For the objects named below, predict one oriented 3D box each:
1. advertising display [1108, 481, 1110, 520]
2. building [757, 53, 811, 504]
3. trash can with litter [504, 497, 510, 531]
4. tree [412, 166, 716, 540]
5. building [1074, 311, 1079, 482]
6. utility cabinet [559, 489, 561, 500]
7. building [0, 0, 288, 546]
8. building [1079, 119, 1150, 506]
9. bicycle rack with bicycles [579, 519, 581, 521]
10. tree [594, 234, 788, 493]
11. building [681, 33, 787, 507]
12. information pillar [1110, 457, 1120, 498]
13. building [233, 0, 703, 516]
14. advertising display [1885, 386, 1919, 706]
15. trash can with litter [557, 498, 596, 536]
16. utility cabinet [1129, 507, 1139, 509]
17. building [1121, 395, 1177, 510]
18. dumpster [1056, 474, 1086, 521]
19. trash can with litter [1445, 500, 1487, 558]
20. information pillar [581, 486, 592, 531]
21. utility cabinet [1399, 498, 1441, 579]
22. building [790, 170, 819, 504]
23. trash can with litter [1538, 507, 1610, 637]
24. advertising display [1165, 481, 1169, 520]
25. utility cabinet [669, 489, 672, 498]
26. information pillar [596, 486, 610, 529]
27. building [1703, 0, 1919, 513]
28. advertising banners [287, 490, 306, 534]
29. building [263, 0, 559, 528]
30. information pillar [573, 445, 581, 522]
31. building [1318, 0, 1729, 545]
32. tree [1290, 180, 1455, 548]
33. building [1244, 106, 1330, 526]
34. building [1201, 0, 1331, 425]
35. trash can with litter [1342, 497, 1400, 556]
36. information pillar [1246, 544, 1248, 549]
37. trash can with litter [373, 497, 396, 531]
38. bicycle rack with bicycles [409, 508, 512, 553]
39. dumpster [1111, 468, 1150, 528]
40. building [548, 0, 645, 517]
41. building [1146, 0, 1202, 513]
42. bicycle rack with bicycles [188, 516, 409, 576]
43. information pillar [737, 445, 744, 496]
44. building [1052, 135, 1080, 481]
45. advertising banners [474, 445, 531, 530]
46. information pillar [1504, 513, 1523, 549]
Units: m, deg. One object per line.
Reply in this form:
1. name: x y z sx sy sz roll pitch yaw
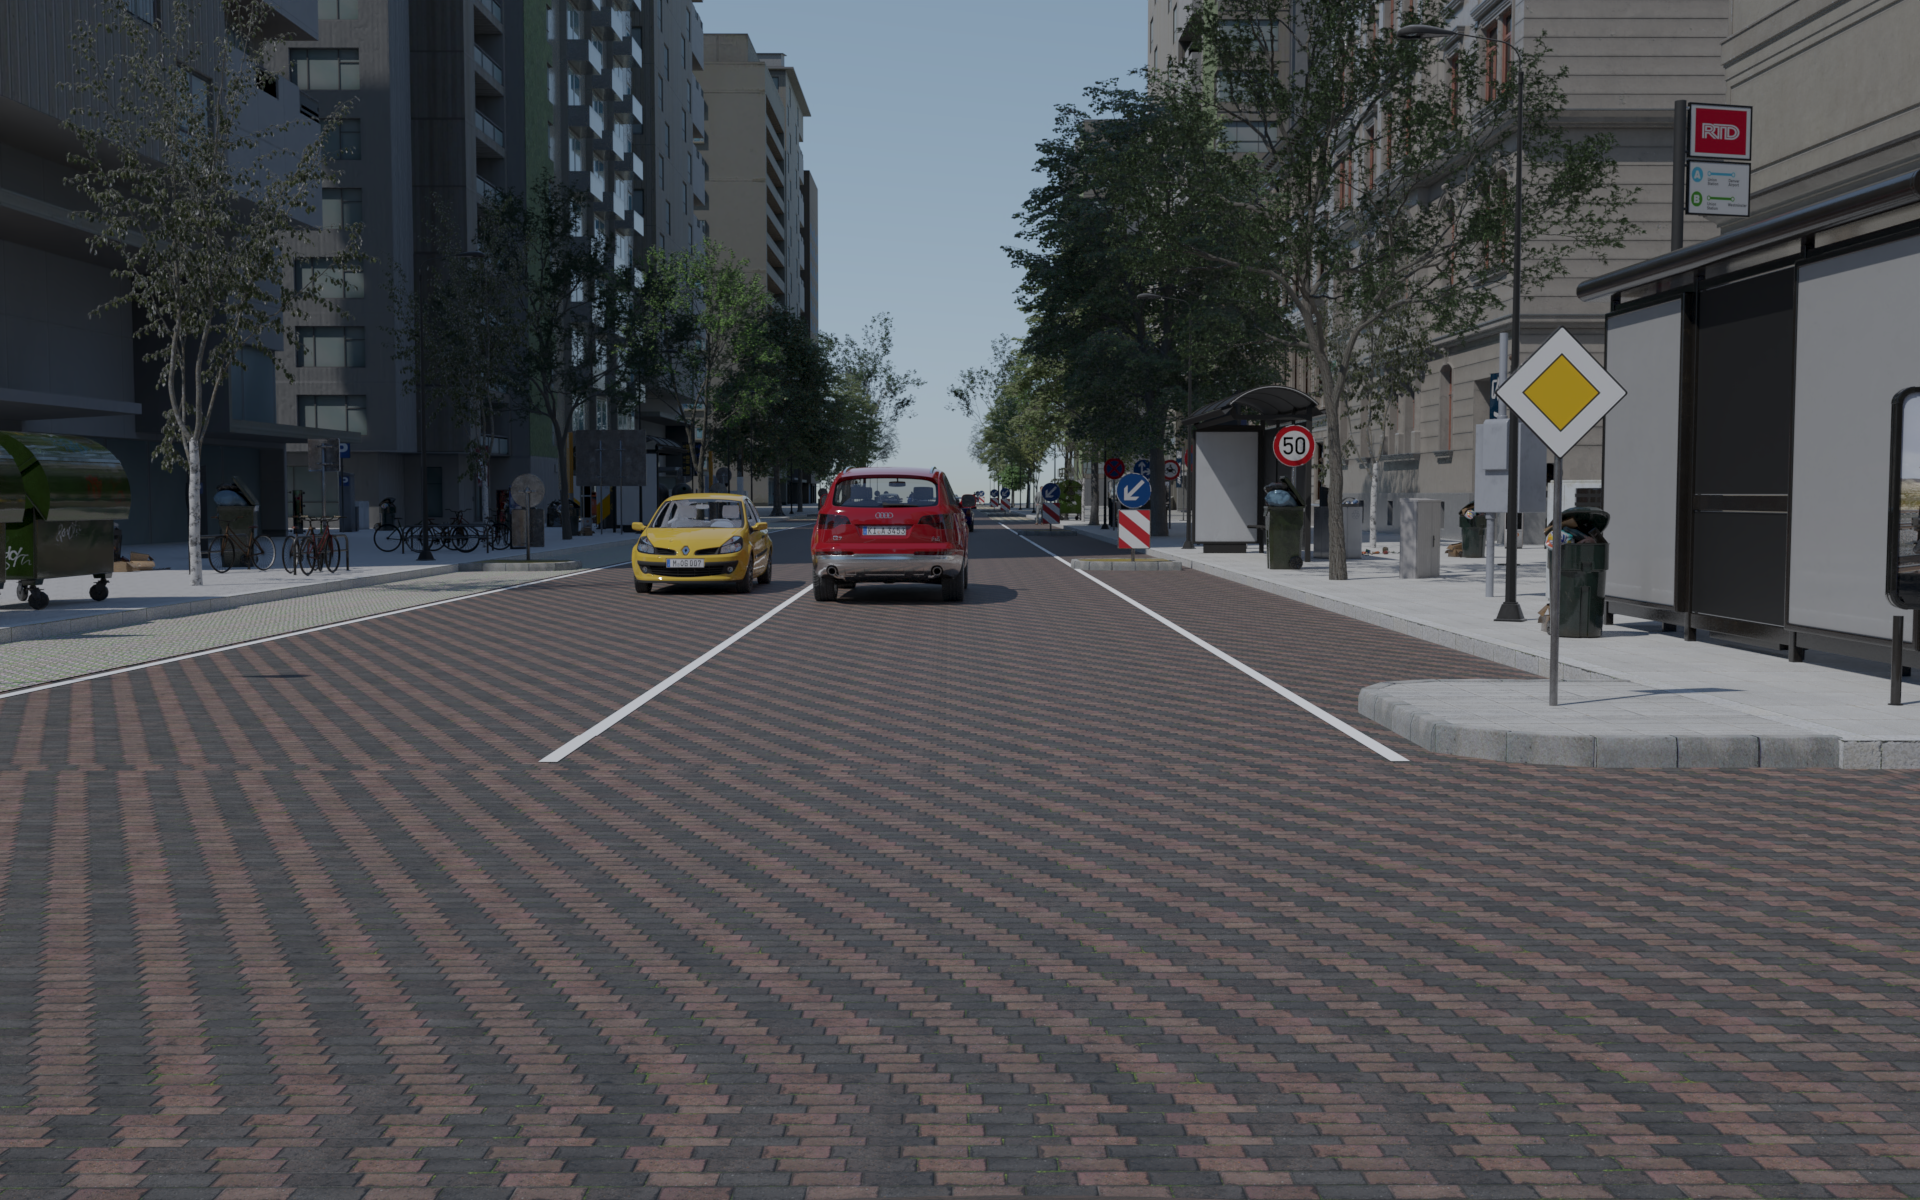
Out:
1. advertising display: 7.720 -4.864 84.743 0.974 1.923 0.123 0 4 1
2. building: -33.389 -38.105 212.250 28.713 52.752 27.495 0 4 0
3. trash can with litter: -15.404 -3.011 60.616 1.055 1.170 0.624 -1 4 -18
4. tree: -11.123 -6.997 48.807 8.767 10.594 7.601 -1 4 -14
5. building: 20.619 -26.645 207.347 14.160 30.474 14.107 0 4 0
6. utility cabinet: -19.292 -4.559 83.215 1.173 1.500 0.318 0 4 3
7. building: -31.173 -27.363 36.625 28.713 52.752 27.495 0 4 0
8. building: 20.125 -31.104 192.152 14.154 41.232 14.086 0 4 0
9. bicycle rack with bicycles: -18.902 -4.079 80.073 2.925 0.926 2.852 0 4 -5
10. tree: -10.770 -8.869 70.771 9.928 11.665 9.643 0 3 0
11. building: -30.473 -34.458 187.091 21.300 48.544 21.600 0 4 0
12. information pillar: 6.797 -5.179 76.037 0.504 3.616 0.183 1 4 11
13. building: -34.066 -33.066 129.860 28.713 52.752 27.495 0 4 0
14. advertising display: 6.096 -0.315 10.368 0.974 1.923 0.123 1 4 14
15. trash can with litter: -11.756 -2.550 53.075 0.624 1.170 1.055 3 5 42
16. utility cabinet: 6.152 -2.862 57.962 1.020 1.237 0.306 -2 4 -28
17. building: 29.538 -27.499 141.483 32.217 40.220 23.993 0 4 0
18. dumpster: 5.291 -4.979 83.900 1.502 2.255 1.985 0 4 0
19. trash can with litter: 10.201 -1.446 35.022 0.624 1.170 1.055 -1 4 -21
20. information pillar: -13.011 -3.413 60.290 0.304 2.012 0.304 -2 4 -28
21. utility cabinet: 7.081 -0.945 26.616 0.306 1.237 1.020 2 4 35
22. building: -26.487 -35.671 233.324 14.600 45.320 14.200 0 4 0
23. trash can with litter: 5.510 -0.270 15.796 0.624 1.170 1.055 0 4 3
24. advertising display: 10.035 -4.869 84.827 0.123 1.923 0.974 3 4 37
25. utility cabinet: -12.875 -4.356 79.898 1.173 1.500 0.318 2 4 30
26. information pillar: -12.991 -4.379 62.952 0.504 3.616 0.183 -2 4 -26
27. building: 28.741 -11.754 25.469 30.059 22.955 16.112 0 4 0
28. advertising banners: -21.440 -3.585 54.806 0.090 3.025 2.074 1 4 17
29. building: -25.034 -23.624 69.853 14.154 41.232 14.086 0 4 0
30. information pillar: -17.424 -5.319 78.317 0.504 3.616 0.183 -1 4 -13
31. building: 20.067 -16.307 54.012 14.401 28.519 23.554 0 4 0
32. tree: 9.876 -5.563 41.316 4.360 8.622 3.978 0 3 0
33. building: 18.803 -12.908 75.673 10.561 19.102 19.286 0 4 0
34. building: 19.974 -25.129 94.447 14.154 41.232 14.086 0 4 0
35. trash can with litter: 8.672 -1.585 36.973 2.233 1.210 1.678 -2 4 -32
36. information pillar: 6.563 -2.203 40.519 0.304 2.012 0.304 1 4 20
37. trash can with litter: -20.155 -3.003 60.491 1.055 1.170 0.624 3 5 40
38. bicycle rack with bicycles: -11.458 -1.524 38.303 2.925 0.926 2.852 -1 4 -10
39. dumpster: 6.501 -3.816 64.884 1.502 2.255 1.985 0 4 0
40. building: -30.996 -29.414 100.521 23.786 49.044 30.456 0 4 0
41. building: 27.255 -32.150 114.886 28.713 52.752 27.495 0 4 0
42. bicycle rack with bicycles: -11.125 -0.923 28.470 2.852 0.926 2.925 1 4 8
43. information pillar: -10.552 -5.618 83.217 0.183 3.616 0.504 -3 4 -37
44. building: 24.510 -37.302 229.491 23.786 49.044 30.456 0 4 0
45. advertising banners: -16.377 -4.036 62.176 2.074 3.025 0.090 0 4 -5
46. information pillar: 12.961 -2.202 40.500 0.304 2.012 0.304 -1 4 -17
